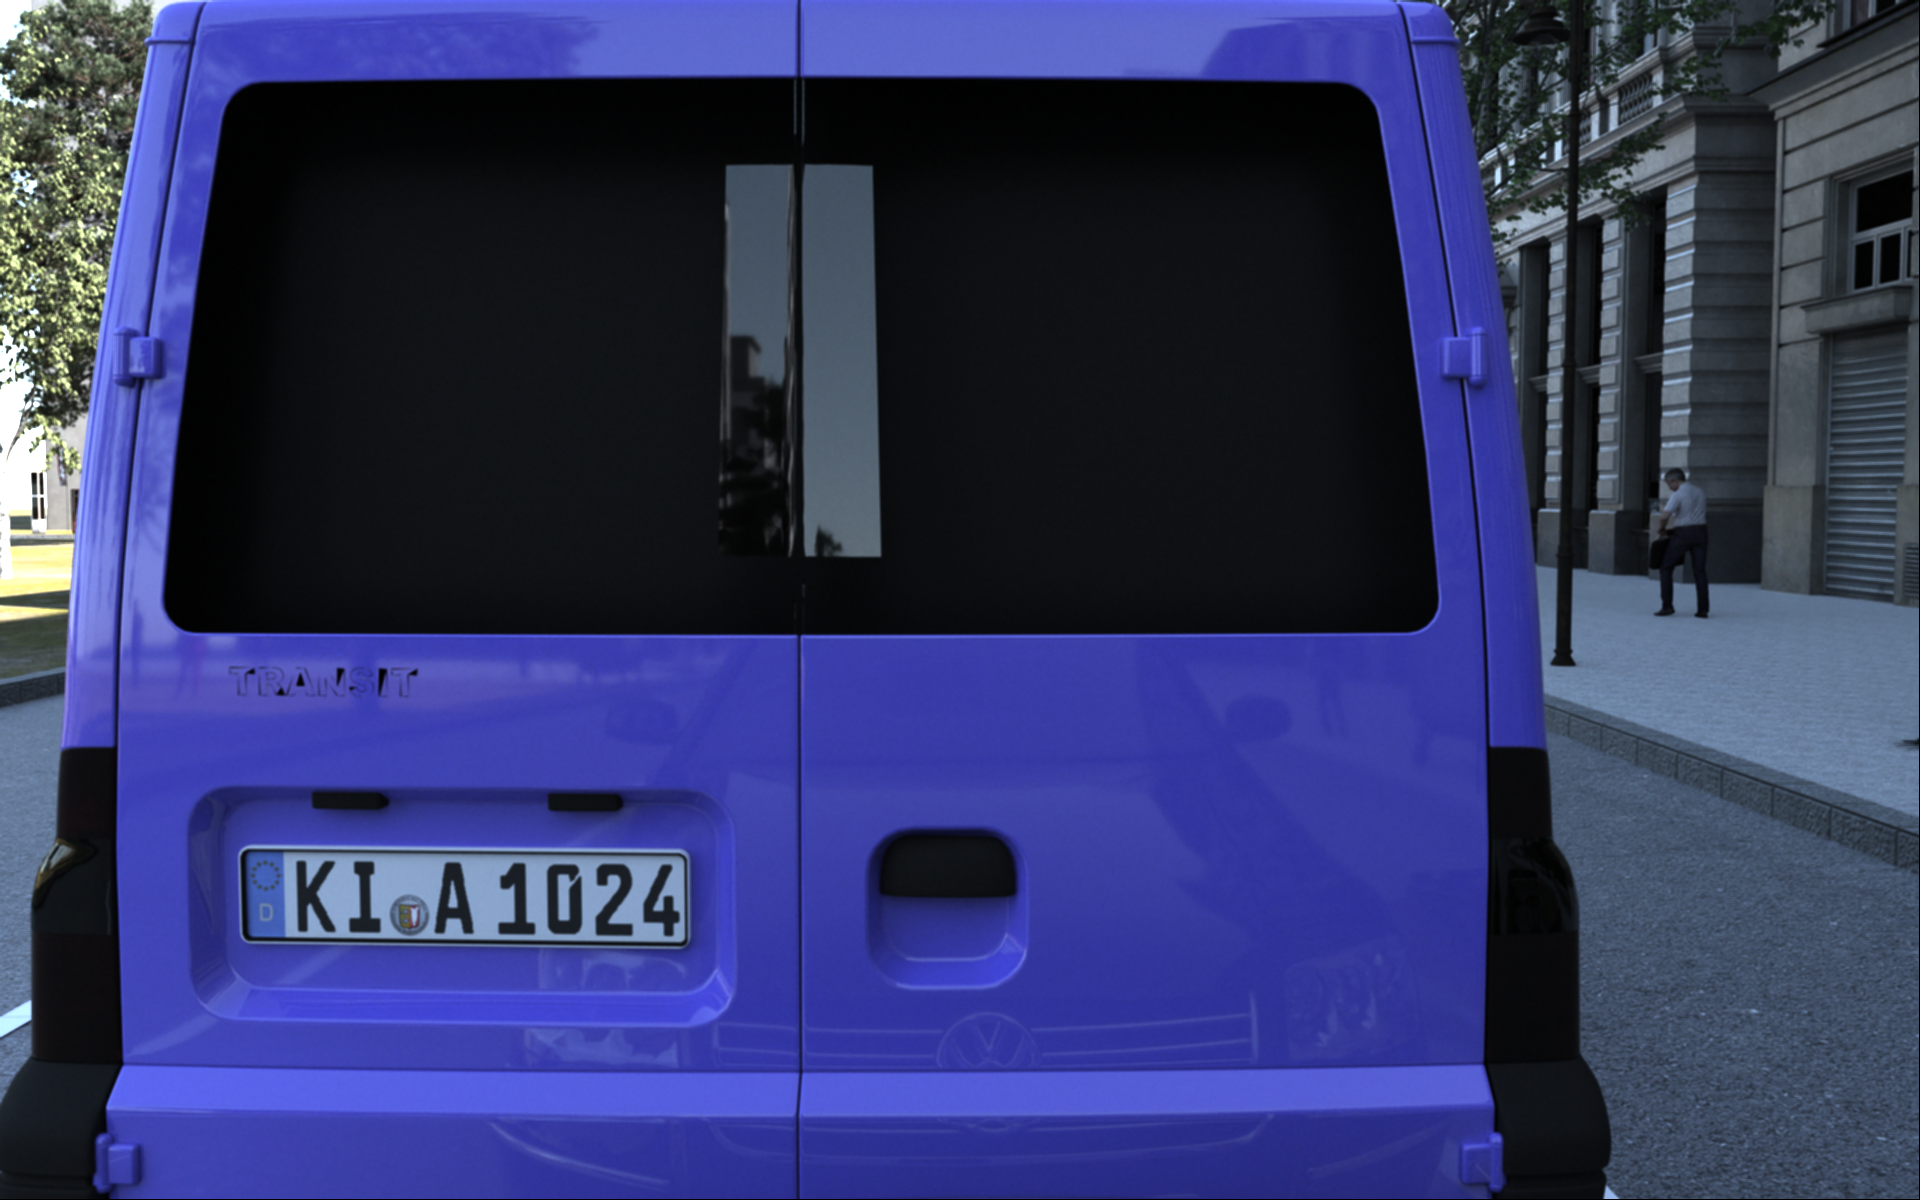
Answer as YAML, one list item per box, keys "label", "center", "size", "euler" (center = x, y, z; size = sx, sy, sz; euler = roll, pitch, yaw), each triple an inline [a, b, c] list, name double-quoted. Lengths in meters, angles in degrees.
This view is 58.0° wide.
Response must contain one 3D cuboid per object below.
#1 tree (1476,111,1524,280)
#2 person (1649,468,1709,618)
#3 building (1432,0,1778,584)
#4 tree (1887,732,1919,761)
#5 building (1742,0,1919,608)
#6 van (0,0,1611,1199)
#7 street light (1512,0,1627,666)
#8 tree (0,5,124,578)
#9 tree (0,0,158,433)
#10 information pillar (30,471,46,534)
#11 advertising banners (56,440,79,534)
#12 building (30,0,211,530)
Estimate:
- label: "tree"
  center: [6.402, -4.688, 27.009]
  size: [4.360, 8.622, 3.978]
  euler: [0, 3, 0]
- label: "person"
  center: [7.513, -0.601, 18.083]
  size: [0.614, 1.554, 0.590]
  euler: [-2, 4, -25]
- label: "building"
  center: [15.049, -12.505, 33.334]
  size: [11.050, 23.489, 19.941]
  euler: [0, 4, 0]
- label: "tree"
  center: [5.172, -5.027, 7.939]
  size: [9.928, 11.665, 9.643]
  euler: [0, 3, 0]
- label: "building"
  center: [18.144, -10.712, 8.422]
  size: [16.112, 22.955, 30.059]
  euler: [0, 4, 0]
- label: "van"
  center: [-0.191, -0.011, 4.570]
  size: [2.240, 2.365, 5.245]
  euler: [0, 3, 0]
- label: "street light"
  center: [4.522, -2.448, 12.809]
  size: [0.468, 5.910, 1.993]
  euler: [0, 4, 0]
- label: "tree"
  center: [-14.299, -4.635, 26.149]
  size: [4.737, 8.622, 4.395]
  euler: [0, 3, 0]
- label: "tree"
  center: [-20.465, -8.225, 41.896]
  size: [7.806, 13.903, 7.818]
  euler: [0, 3, 0]
- label: "information pillar"
  center: [-29.816, -3.151, 56.016]
  size: [0.304, 2.012, 0.304]
  euler: [1, 4, 11]
- label: "advertising banners"
  center: [-28.601, -3.660, 56.034]
  size: [2.074, 3.025, 0.090]
  euler: [2, 4, 32]
- label: "building"
  center: [-22.721, -16.683, 77.280]
  size: [19.350, 26.468, 34.151]
  euler: [0, 4, 0]
